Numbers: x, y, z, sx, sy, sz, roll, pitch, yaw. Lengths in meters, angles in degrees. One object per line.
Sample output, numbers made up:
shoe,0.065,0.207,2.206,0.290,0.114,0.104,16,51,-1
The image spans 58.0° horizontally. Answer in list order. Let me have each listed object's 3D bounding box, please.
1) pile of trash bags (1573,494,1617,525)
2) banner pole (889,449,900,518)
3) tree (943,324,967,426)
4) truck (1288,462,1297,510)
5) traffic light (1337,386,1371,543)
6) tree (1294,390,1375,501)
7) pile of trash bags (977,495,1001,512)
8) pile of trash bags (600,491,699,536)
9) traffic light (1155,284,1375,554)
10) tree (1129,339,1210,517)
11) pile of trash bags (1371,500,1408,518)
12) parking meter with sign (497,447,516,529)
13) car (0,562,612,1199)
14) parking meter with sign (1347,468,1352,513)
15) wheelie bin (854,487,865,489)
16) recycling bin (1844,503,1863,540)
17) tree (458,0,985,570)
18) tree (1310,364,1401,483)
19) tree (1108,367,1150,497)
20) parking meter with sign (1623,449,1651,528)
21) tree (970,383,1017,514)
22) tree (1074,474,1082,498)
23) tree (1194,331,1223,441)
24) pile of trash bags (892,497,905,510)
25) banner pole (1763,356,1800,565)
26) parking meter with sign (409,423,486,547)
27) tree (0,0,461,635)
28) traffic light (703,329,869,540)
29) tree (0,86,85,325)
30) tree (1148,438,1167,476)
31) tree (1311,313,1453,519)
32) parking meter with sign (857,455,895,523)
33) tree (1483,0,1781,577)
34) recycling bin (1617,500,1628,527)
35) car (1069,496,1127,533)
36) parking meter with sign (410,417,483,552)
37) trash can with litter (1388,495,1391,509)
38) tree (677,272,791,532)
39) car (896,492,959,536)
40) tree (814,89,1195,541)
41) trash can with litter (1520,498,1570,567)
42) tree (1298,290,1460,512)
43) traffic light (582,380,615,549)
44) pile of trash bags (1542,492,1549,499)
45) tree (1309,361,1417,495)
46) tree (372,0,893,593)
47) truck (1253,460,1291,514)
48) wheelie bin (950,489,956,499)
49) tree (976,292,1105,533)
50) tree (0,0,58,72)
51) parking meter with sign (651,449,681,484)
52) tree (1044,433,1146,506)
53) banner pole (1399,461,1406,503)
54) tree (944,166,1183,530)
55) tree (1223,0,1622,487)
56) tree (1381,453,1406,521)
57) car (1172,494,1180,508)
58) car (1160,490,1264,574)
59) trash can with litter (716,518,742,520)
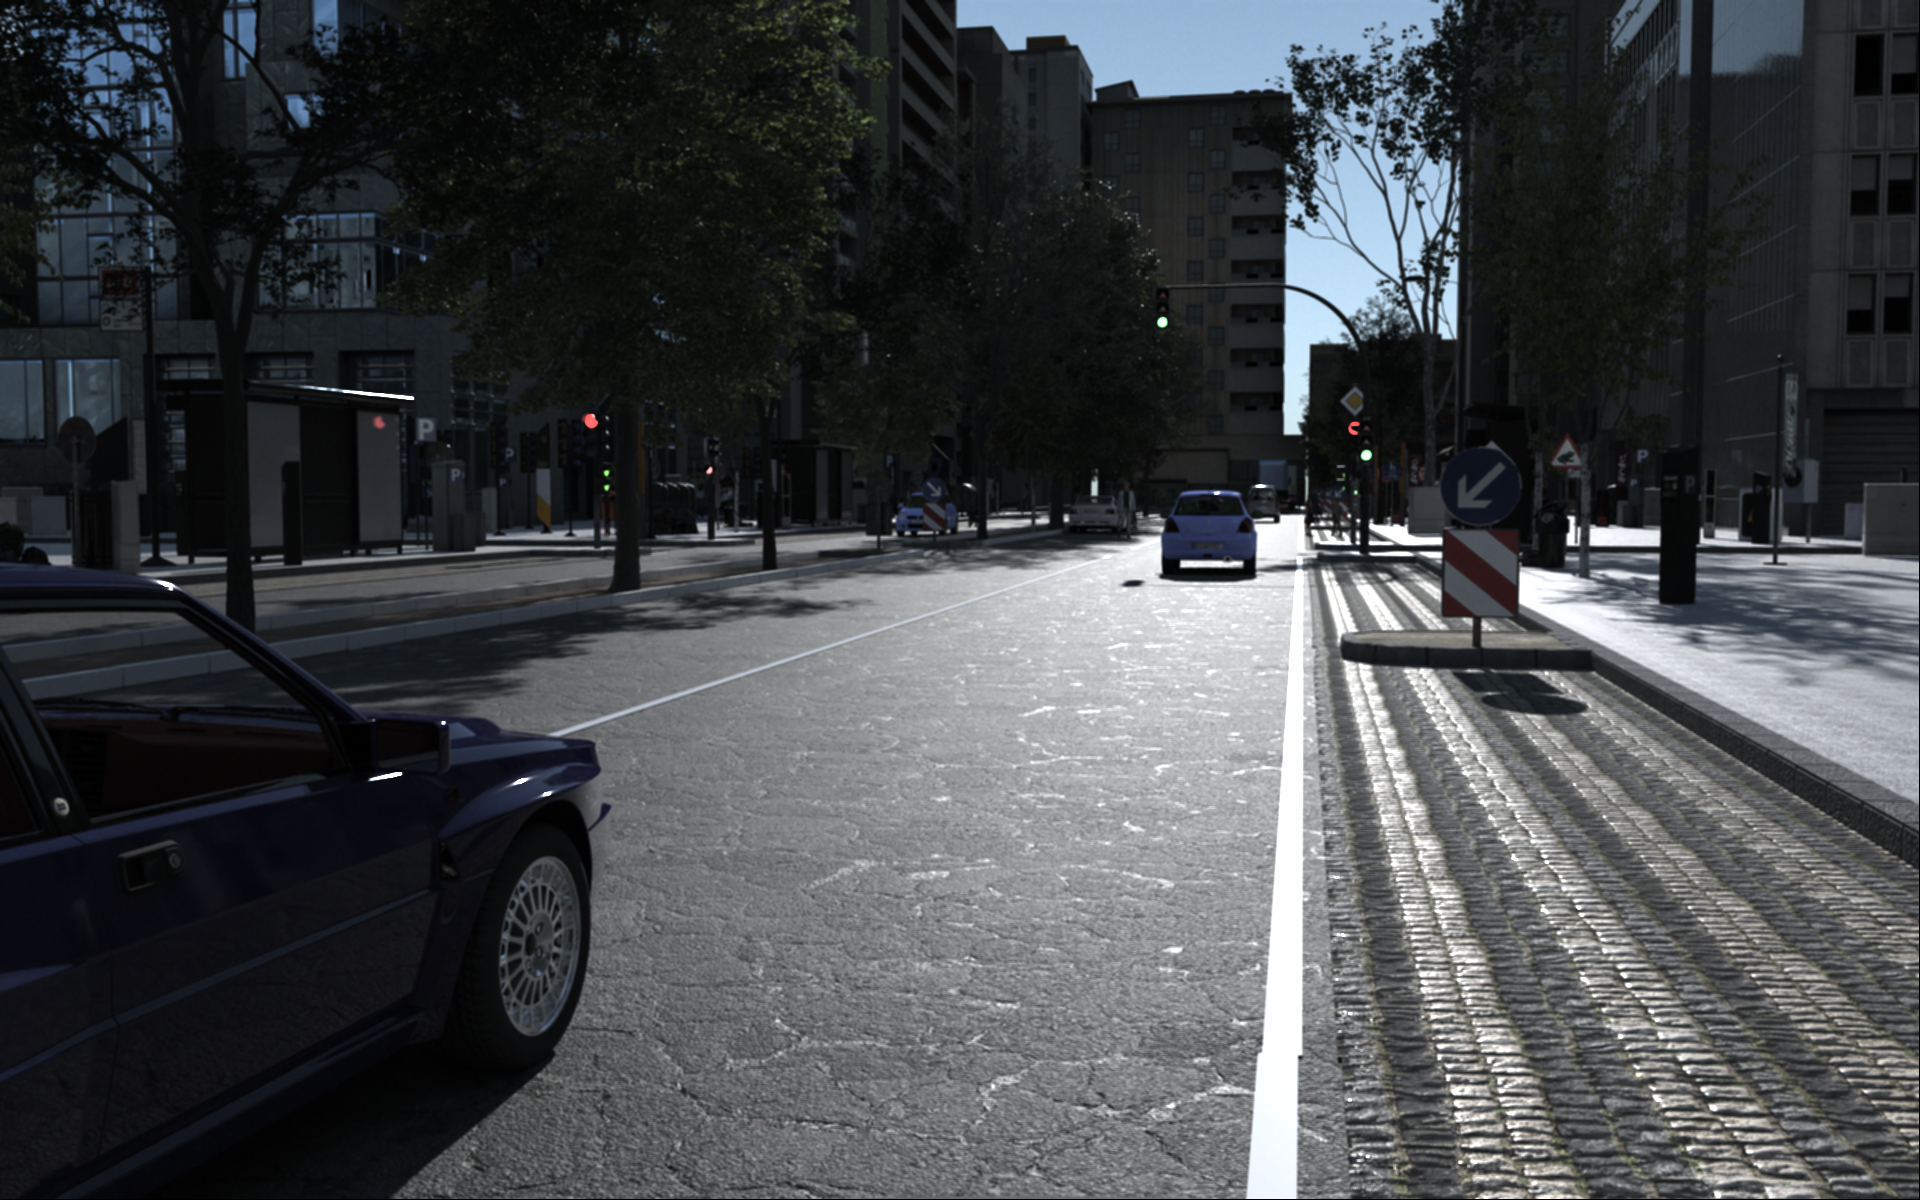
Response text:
pile of trash bags,27.207,-3.887,73.306,1.912,1.369,3.447,-1,4,-20
banner pole,-3.495,-6.296,92.953,0.863,3.779,0.401,-1,4,-18
tree,-3.098,-10.035,82.196,7.486,12.596,7.792,0,3,0
truck,29.558,-10.419,159.267,2.839,4.237,11.283,1,4,10
traffic light,10.231,-3.432,45.036,0.839,4.253,0.868,1,4,11
tree,42.386,-17.578,194.062,9.857,13.997,8.962,0,3,0
pile of trash bags,1.294,-6.822,121.295,3.447,1.369,1.912,1,4,12
pile of trash bags,-9.994,-2.750,54.723,1.912,1.369,3.447,3,4,36
traffic light,6.613,-3.841,37.467,4.771,5.953,1.251,1,4,11
tree,11.697,-10.984,107.803,9.928,11.665,9.643,0,3,0
pile of trash bags,23.924,-5.248,95.563,1.912,1.369,3.447,2,4,30
parking meter with sign,-16.828,-4.139,63.941,0.543,3.016,1.738,0,4,-2
car,-2.134,0.564,3.361,1.945,1.354,3.894,1,4,13
parking meter with sign,26.448,-7.343,116.321,0.543,3.016,1.738,-1,4,-15
wheelie bin,-4.658,-4.492,81.346,0.980,1.594,0.693,0,4,3
recycling bin,25.363,-2.219,48.839,0.722,1.027,0.722,2,4,28
tree,-3.505,-5.865,32.759,8.767,10.594,7.601,1,4,11
tree,31.706,-13.482,138.562,7.486,12.596,7.792,0,3,0
tree,7.629,-8.168,86.368,4.737,8.622,4.395,0,3,0
parking meter with sign,25.903,-4.290,66.401,0.543,3.016,1.738,3,4,38
tree,2.509,-9.749,109.759,4.360,8.622,3.978,0,3,0
tree,10.520,-9.718,153.483,1.663,3.219,1.824,0,3,0
tree,9.439,-11.189,95.766,12.009,13.543,11.850,0,3,0
pile of trash bags,-3.112,-6.903,122.616,3.447,1.369,1.912,-1,4,-14
banner pole,15.014,-2.539,31.527,0.863,3.779,0.401,-3,4,-36
parking meter with sign,-12.462,-2.813,42.252,1.738,3.016,0.543,1,4,9
tree,-6.506,-4.833,15.896,8.767,10.594,7.601,1,4,11
traffic light,-4.883,-4.487,48.034,4.771,5.953,1.251,1,4,11
tree,-14.723,-4.558,24.880,4.737,8.622,4.395,0,3,0
tree,19.367,-15.995,195.933,8.767,10.594,7.601,-1,4,-17
tree,21.774,-9.459,89.064,7.601,10.594,8.767,0,4,-1
parking meter with sign,-3.718,-4.897,76.332,1.738,3.016,0.543,-3,5,-40
tree,9.691,-4.639,26.212,4.737,8.622,4.395,0,3,0
recycling bin,26.424,-3.429,68.625,0.722,1.027,0.722,1,4,21
car,5.185,-3.199,64.668,2.083,1.381,4.827,1,4,11
parking meter with sign,-11.555,-2.613,38.988,1.738,3.016,0.543,3,5,40
trash can with litter,27.368,-5.980,108.827,1.678,1.210,2.233,-3,5,-41
tree,-7.542,-6.577,57.900,4.737,8.622,4.395,0,3,0
car,-1.126,-3.083,59.992,1.945,1.707,3.694,1,4,9
tree,0.688,-8.554,52.690,12.009,13.543,11.850,0,3,0
trash can with litter,10.175,-1.160,30.347,0.624,1.170,1.055,-1,4,-19
tree,25.137,-11.888,104.737,12.009,13.543,11.850,0,3,0
traffic light,-8.501,-3.159,40.570,0.839,4.253,0.868,1,4,11
pile of trash bags,24.856,-4.148,77.579,3.447,1.369,1.912,-1,4,-19
tree,29.146,-12.201,125.248,9.928,11.665,9.643,0,3,0
tree,-4.860,-6.398,25.189,7.486,12.596,7.792,0,3,0
truck,23.500,-8.600,130.367,2.967,4.110,18.799,1,4,10
wheelie bin,-0.483,-5.895,104.290,0.980,1.594,0.693,-2,4,-31
tree,2.612,-6.634,61.287,4.737,8.622,4.395,0,3,0
tree,-7.846,-3.499,10.033,4.360,8.622,3.978,0,3,0
parking meter with sign,-11.201,-4.350,67.381,1.738,3.016,0.543,0,4,-5
tree,9.485,-12.606,140.519,7.601,10.594,8.767,-1,4,-19
banner pole,29.046,-7.566,113.719,0.863,3.779,0.401,1,4,9
tree,3.825,-9.743,68.411,9.857,13.997,8.962,0,3,0
tree,15.165,-12.336,57.587,12.611,20.169,13.585,0,3,0
tree,20.370,-5.326,81.689,1.663,3.219,1.824,0,3,0
car,23.499,-10.685,183.491,1.959,1.807,4.718,1,4,10
car,4.677,-1.388,32.279,1.945,1.707,3.694,1,4,10
trash can with litter,-11.418,-4.623,86.649,1.678,1.210,2.233,1,4,17
